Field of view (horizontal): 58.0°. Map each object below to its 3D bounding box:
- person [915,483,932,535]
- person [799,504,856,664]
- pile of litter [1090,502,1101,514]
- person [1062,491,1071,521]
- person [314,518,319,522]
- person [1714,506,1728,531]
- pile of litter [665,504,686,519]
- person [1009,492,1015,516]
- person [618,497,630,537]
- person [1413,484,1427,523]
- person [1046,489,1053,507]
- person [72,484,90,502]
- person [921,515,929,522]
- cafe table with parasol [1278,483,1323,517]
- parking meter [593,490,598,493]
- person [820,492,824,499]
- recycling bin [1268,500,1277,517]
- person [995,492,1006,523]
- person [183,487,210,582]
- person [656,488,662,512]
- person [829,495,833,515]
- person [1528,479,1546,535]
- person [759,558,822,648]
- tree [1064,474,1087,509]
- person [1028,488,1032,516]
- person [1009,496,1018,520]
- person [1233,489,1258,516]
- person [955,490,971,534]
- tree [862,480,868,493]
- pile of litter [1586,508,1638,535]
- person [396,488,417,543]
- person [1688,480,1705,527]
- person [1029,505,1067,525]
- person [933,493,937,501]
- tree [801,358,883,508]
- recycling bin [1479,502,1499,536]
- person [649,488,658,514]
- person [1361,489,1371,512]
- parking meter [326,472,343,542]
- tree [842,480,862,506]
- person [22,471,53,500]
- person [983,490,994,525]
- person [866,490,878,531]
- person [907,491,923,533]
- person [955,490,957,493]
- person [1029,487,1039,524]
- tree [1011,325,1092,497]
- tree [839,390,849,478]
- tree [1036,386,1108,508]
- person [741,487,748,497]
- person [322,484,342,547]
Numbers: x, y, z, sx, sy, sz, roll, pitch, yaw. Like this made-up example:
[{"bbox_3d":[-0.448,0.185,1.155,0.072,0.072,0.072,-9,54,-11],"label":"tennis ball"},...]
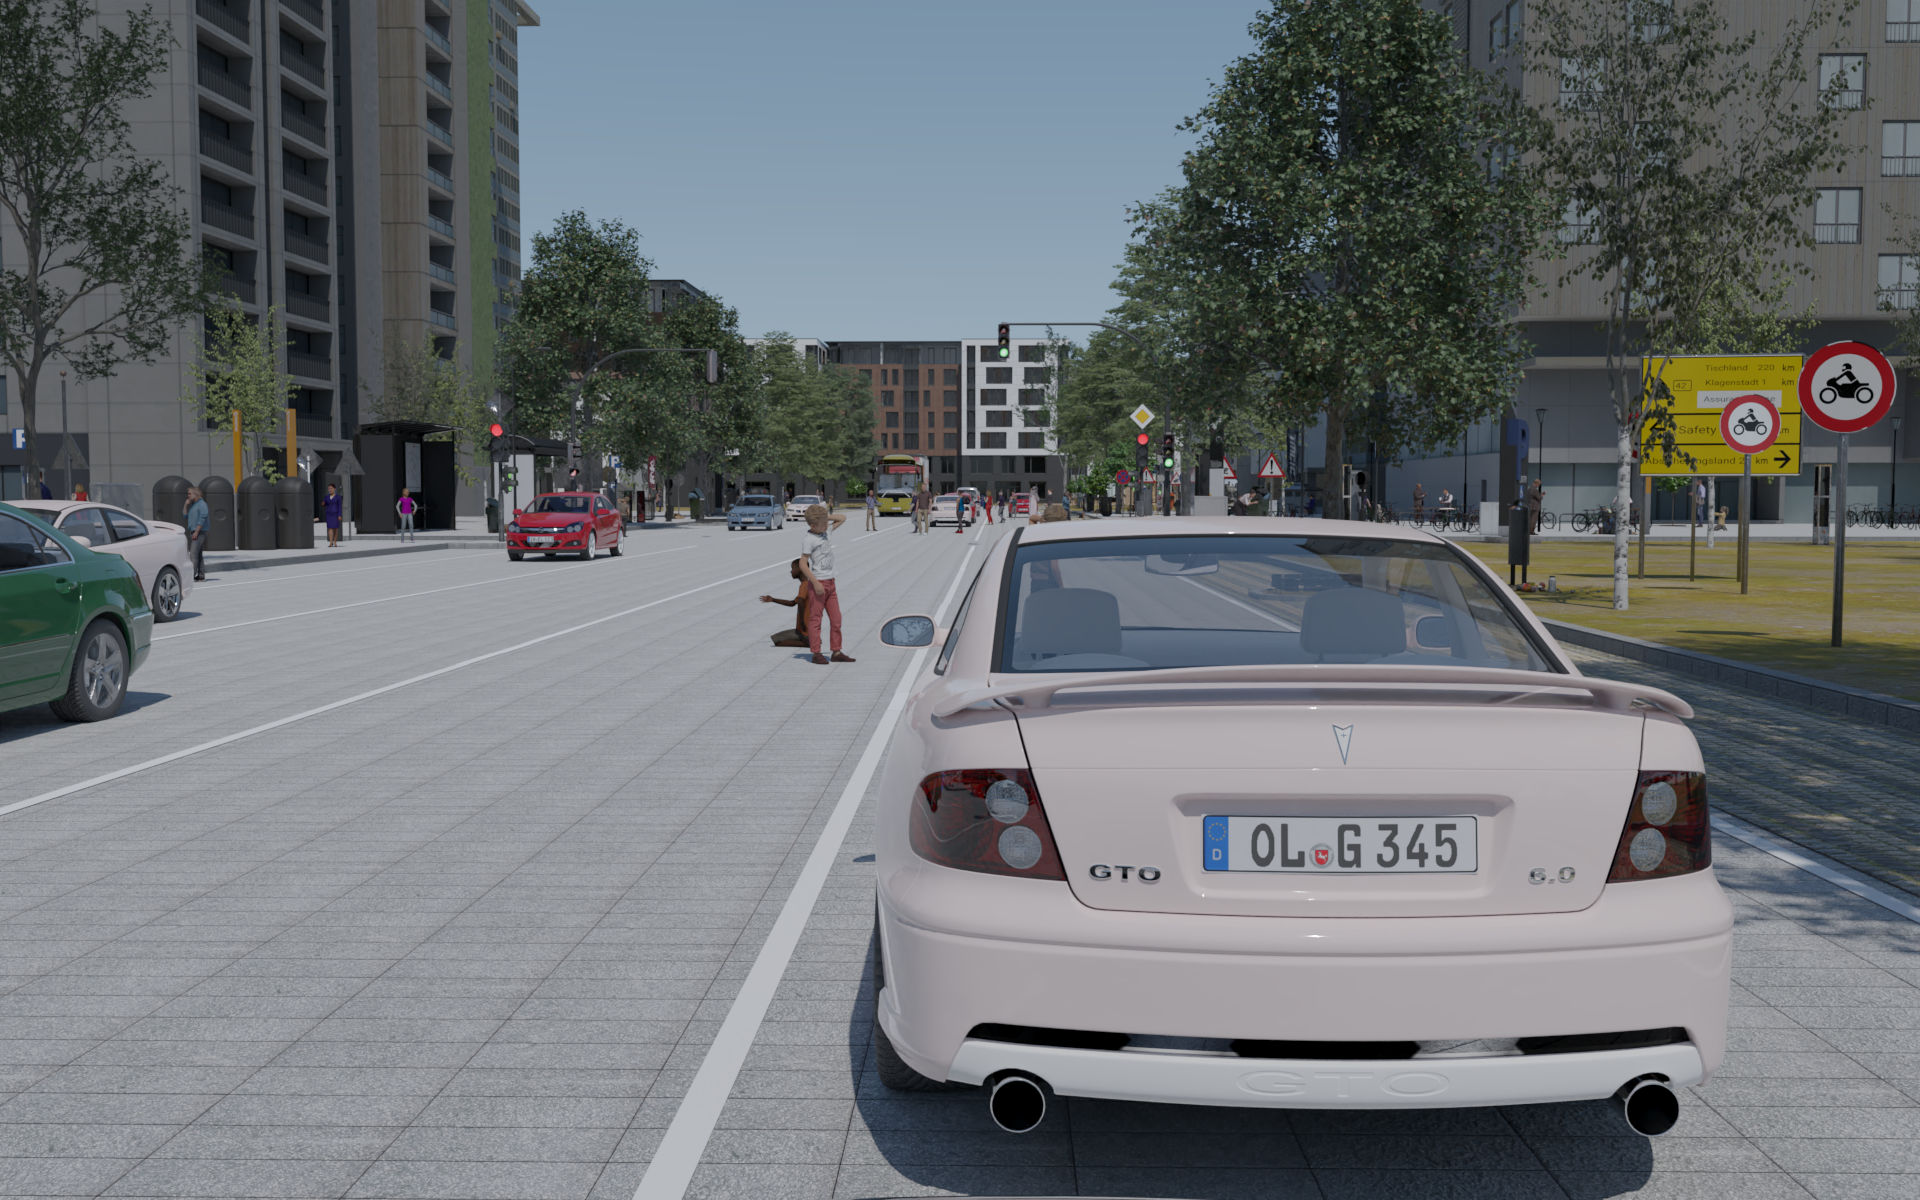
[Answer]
[{"bbox_3d":[-1.282,-3.142,59.996,0.598,1.807,0.434,3,5,39],"label":"person"},{"bbox_3d":[-1.117,-0.136,14.632,0.340,1.345,0.435,2,4,25],"label":"person"},{"bbox_3d":[9.131,-6.105,113.777,1.176,0.858,1.719,1,4,16],"label":"pile of litter"},{"bbox_3d":[4.112,-3.401,66.323,0.499,1.552,0.429,-3,5,-44],"label":"person"},{"bbox_3d":[-16.823,-1.860,44.384,0.695,0.859,0.347,-3,4,-37],"label":"person"},{"bbox_3d":[26.371,-2.831,60.258,0.347,0.859,0.695,-3,5,-41],"label":"person"},{"bbox_3d":[-14.706,-4.611,89.353,1.176,0.858,1.719,1,4,10],"label":"pile of litter"},{"bbox_3d":[3.481,-6.303,113.620,0.516,1.574,0.319,3,4,37],"label":"person"},{"bbox_3d":[-11.168,-2.753,57.429,0.435,1.345,0.340,-1,4,-8],"label":"person"},{"bbox_3d":[20.367,-4.278,76.671,0.600,1.739,0.565,2,4,25],"label":"person"},{"bbox_3d":[4.785,-5.147,93.458,0.445,1.727,0.742,-1,4,-16],"label":"person"},{"bbox_3d":[-28.704,-2.987,56.592,0.593,1.614,0.444,-1,4,-21],"label":"person"},{"bbox_3d":[-1.877,-4.972,89.917,0.434,1.807,0.598,-1,4,-15],"label":"person"},{"bbox_3d":[19.481,-5.743,98.767,2.610,1.966,2.610,1,4,14],"label":"cafe table with parasol"},{"bbox_3d":[-17.531,-4.562,82.995,0.372,1.533,0.369,0,3,0],"label":"parking meter"},{"bbox_3d":[-10.057,-7.067,126.107,0.319,1.574,0.516,1,4,10],"label":"person"},{"bbox_3d":[12.514,-3.576,71.017,0.722,1.027,0.722,3,5,41],"label":"recycling bin"},{"bbox_3d":[2.019,-4.540,84.941,0.569,1.553,0.471,-2,4,-24],"label":"person"},{"bbox_3d":[-12.399,-1.065,28.119,0.429,1.552,0.499,-1,4,-13],"label":"person"},{"bbox_3d":[-21.353,-7.084,122.690,0.431,1.722,0.655,-2,4,-25],"label":"person"},{"bbox_3d":[-8.637,-6.366,116.492,0.340,1.345,0.435,0,4,-3],"label":"person"},{"bbox_3d":[17.945,-2.889,53.970,0.600,1.739,0.565,-2,4,-27],"label":"person"},{"bbox_3d":[-1.585,0.027,16.347,0.655,0.850,0.859,0,4,5],"label":"person"},{"bbox_3d":[11.666,-11.195,177.643,1.663,3.219,1.824,0,3,0],"label":"tree"},{"bbox_3d":[4.541,-6.242,110.689,0.598,1.807,0.434,1,4,16],"label":"person"},{"bbox_3d":[2.999,-5.192,97.301,0.435,1.345,0.340,-3,5,-42],"label":"person"},{"bbox_3d":[9.370,-2.911,56.834,0.799,1.438,0.628,1,4,9],"label":"person"},{"bbox_3d":[0.037,-3.214,62.917,0.662,1.594,0.647,2,4,30],"label":"person"},{"bbox_3d":[-11.699,-12.685,202.004,1.663,3.219,1.824,0,3,0],"label":"tree"},{"bbox_3d":[20.718,-2.510,54.996,1.176,0.858,1.719,-1,4,-18],"label":"pile of litter"},{"bbox_3d":[-14.483,-2.217,45.524,0.726,1.434,0.776,-3,4,-39],"label":"person"},{"bbox_3d":[28.284,-3.707,66.523,0.599,1.838,0.709,1,4,19],"label":"person"},{"bbox_3d":[0.698,-0.116,14.299,0.435,1.345,0.340,2,4,35],"label":"person"},{"bbox_3d":[-1.555,-6.228,112.798,0.387,1.526,0.523,-2,4,-35],"label":"person"},{"bbox_3d":[-11.673,-15.763,164.386,9.857,13.997,8.962,0,3,0],"label":"tree"},{"bbox_3d":[16.540,-2.528,53.889,0.722,1.027,0.722,1,4,15],"label":"recycling bin"},{"bbox_3d":[-19.877,-6.481,112.132,0.598,1.807,0.434,1,4,19],"label":"person"},{"bbox_3d":[17.329,-4.045,74.394,0.569,1.553,0.471,0,4,0],"label":"person"},{"bbox_3d":[-16.815,-2.500,46.584,0.399,1.863,0.255,0,4,0],"label":"parking meter"},{"bbox_3d":[-12.015,-11.893,189.056,1.663,3.219,1.824,0,3,0],"label":"tree"},{"bbox_3d":[-17.345,-1.578,32.554,0.504,1.737,0.576,-1,4,-19],"label":"person"},{"bbox_3d":[1.320,-4.291,80.360,0.593,1.614,0.444,-2,4,-27],"label":"person"},{"bbox_3d":[-3.422,-3.459,67.116,0.516,1.574,0.319,-2,4,-33],"label":"person"},{"bbox_3d":[-1.611,-3.189,62.847,0.569,1.553,0.471,-3,5,-40],"label":"person"},{"bbox_3d":[-0.337,-7.029,124.339,0.530,1.710,0.541,-1,4,-15],"label":"person"},{"bbox_3d":[3.060,-3.821,71.647,0.551,1.740,0.621,3,5,44],"label":"person"},{"bbox_3d":[11.769,-20.615,192.948,12.611,20.169,13.585,0,3,0],"label":"tree"},{"bbox_3d":[-12.792,-13.422,137.573,7.486,12.596,7.792,0,3,0],"label":"tree"},{"bbox_3d":[10.913,-14.351,160.389,9.928,11.665,9.643,0,3,0],"label":"tree"},{"bbox_3d":[-14.065,-6.465,112.469,0.376,1.734,0.841,2,4,27],"label":"person"},{"bbox_3d":[-15.110,-2.034,41.673,0.453,1.535,0.546,-1,4,-22],"label":"person"}]
